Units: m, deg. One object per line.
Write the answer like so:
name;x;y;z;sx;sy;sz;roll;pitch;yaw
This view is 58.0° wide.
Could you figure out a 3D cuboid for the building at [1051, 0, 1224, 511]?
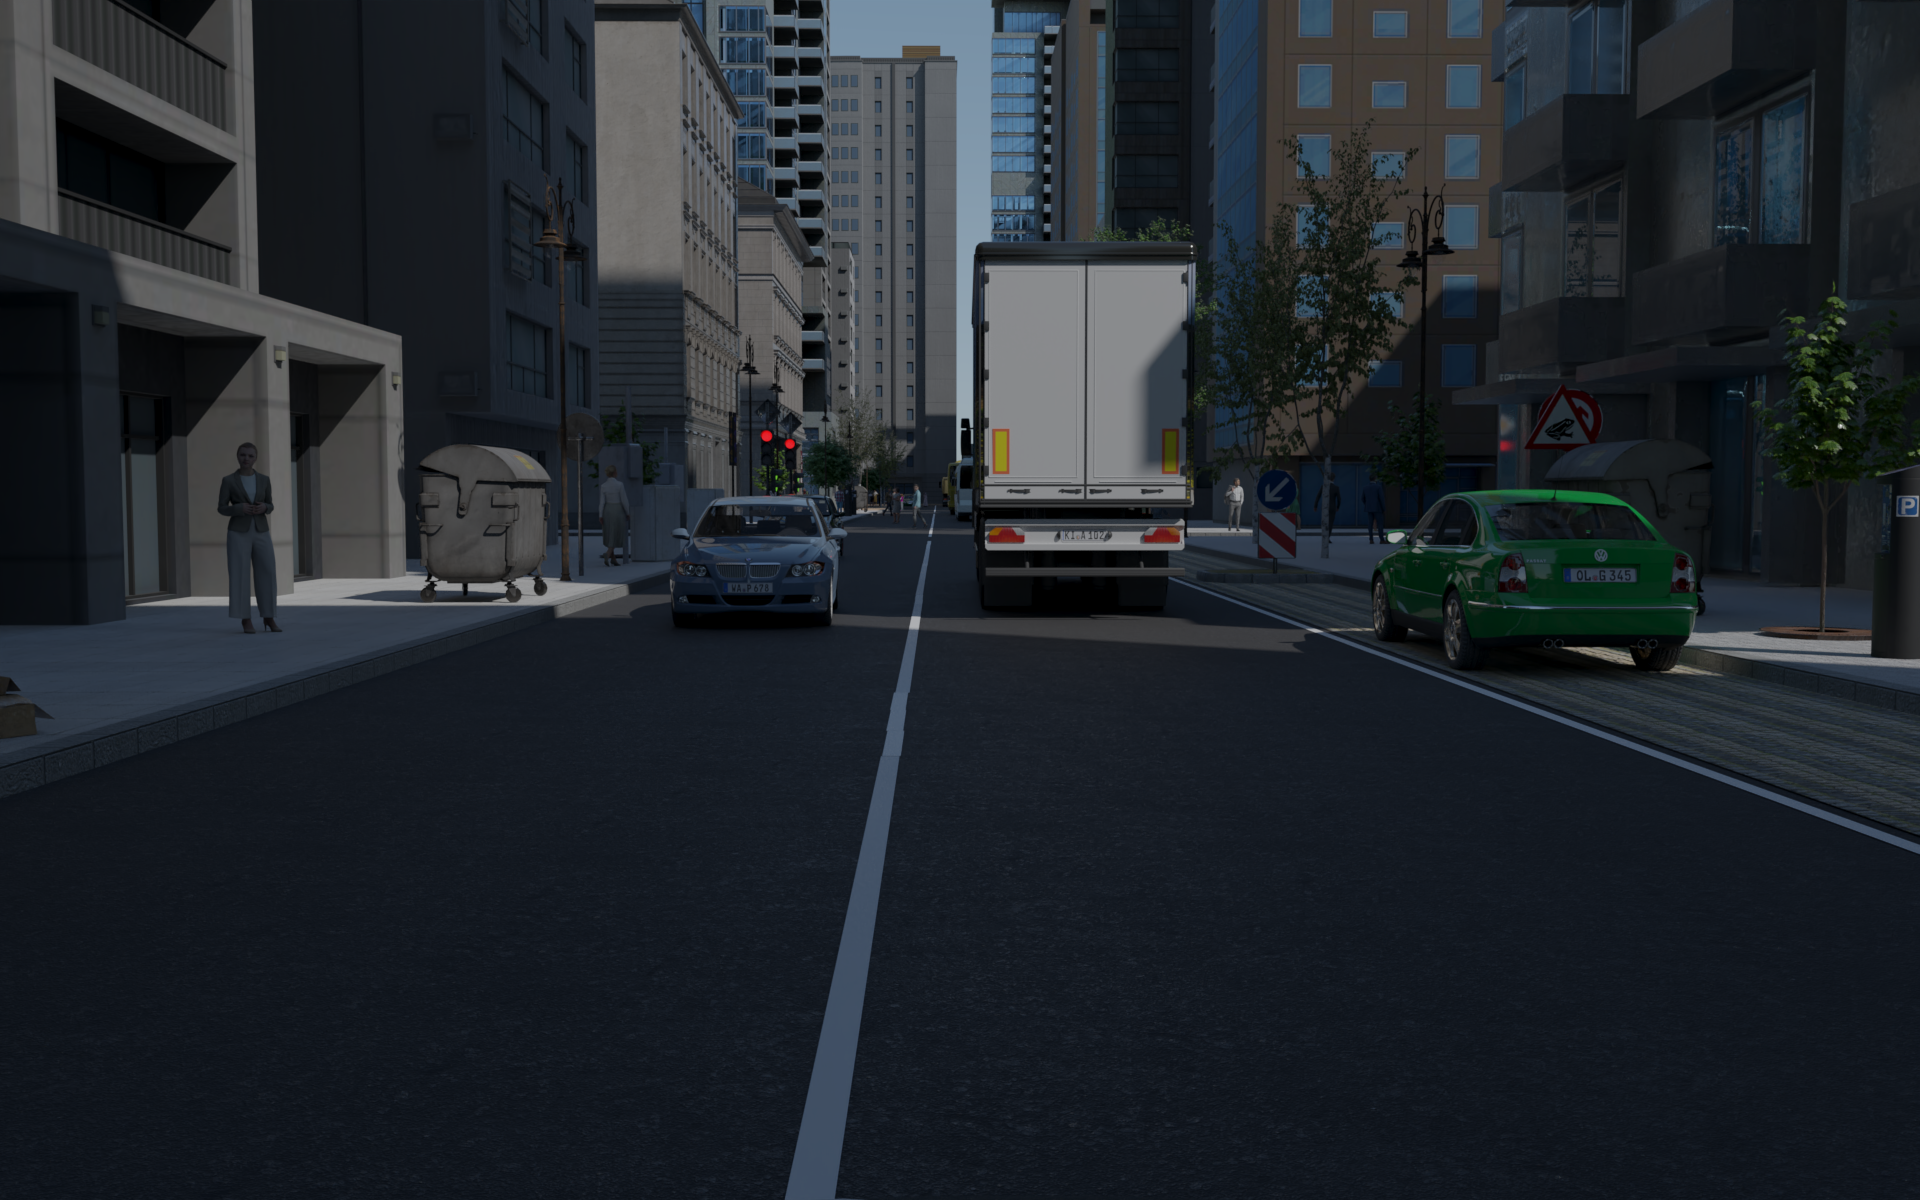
building;15.813;-31.305;161.949;14.600;45.320;14.200;0;4;-1

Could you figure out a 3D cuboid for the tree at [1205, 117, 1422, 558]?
tree;7.312;-5.156;34.666;4.737;8.622;4.395;0;3;0

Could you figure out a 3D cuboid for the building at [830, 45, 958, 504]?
building;-14.552;-42.154;231.212;28.212;58.520;21.231;0;4;-1

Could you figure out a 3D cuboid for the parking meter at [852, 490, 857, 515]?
parking meter;-6.518;-5.972;106.058;0.372;1.533;0.369;0;3;0

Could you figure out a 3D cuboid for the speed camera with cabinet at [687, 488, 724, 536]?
speed camera with cabinet;-8.021;-3.492;51.437;2.038;3.252;0.660;1;4;20

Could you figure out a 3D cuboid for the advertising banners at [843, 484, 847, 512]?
advertising banners;-6.780;-6.476;102.076;0.090;3.025;2.074;0;4;1

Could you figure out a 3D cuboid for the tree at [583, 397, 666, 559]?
tree;-6.861;-2.458;34.785;1.663;3.219;1.824;0;3;0

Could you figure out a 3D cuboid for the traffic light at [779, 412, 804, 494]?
traffic light;-5.745;-4.287;59.015;0.839;4.253;0.868;0;4;-1

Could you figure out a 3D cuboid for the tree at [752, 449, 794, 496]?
tree;-7.144;-4.402;66.572;1.663;3.219;1.824;0;3;0

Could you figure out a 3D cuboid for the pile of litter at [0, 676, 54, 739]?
pile of litter;-5.454;0.288;9.257;1.176;0.858;1.719;0;4;-1

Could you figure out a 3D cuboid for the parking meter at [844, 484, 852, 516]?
parking meter;-6.440;-5.749;99.709;0.399;1.863;0.255;3;4;36

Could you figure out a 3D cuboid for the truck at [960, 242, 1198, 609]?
truck;1.413;-2.199;24.865;2.839;4.237;11.283;0;4;0

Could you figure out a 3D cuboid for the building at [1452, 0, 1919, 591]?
building;21.575;-24.754;24.334;23.786;49.044;30.456;0;4;-1

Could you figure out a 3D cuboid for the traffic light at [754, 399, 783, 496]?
traffic light;-5.643;-3.799;51.030;0.839;4.253;0.868;0;4;-1

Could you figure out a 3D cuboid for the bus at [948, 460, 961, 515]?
bus;0.547;-8.058;123.302;2.896;3.916;12.252;0;4;1

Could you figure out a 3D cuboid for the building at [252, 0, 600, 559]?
building;-16.175;-21.778;39.657;14.086;41.232;14.154;0;4;-1

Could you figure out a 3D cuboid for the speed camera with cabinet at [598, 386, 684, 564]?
speed camera with cabinet;-6.003;-2.334;32.504;0.660;3.252;2.038;1;4;21

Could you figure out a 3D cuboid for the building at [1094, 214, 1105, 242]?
building;22.552;-16.835;120.288;27.650;21.520;28.899;0;4;-1

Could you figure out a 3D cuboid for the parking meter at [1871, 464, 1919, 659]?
parking meter;7.367;-0.315;13.566;0.372;1.533;0.369;0;3;0

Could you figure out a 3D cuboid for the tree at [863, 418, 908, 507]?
tree;-7.476;-13.343;168.519;4.737;8.622;4.395;0;3;0

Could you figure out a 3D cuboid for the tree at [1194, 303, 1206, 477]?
tree;7.700;-5.777;44.824;4.737;8.622;4.395;0;3;0

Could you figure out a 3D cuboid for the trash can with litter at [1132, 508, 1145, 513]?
trash can with litter;6.564;-3.272;64.881;1.055;1.170;0.624;-1;4;-23

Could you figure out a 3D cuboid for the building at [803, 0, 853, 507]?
building;-21.347;-45.050;174.817;20.563;71.187;20.611;0;4;-1

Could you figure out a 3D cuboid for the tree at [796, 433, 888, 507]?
tree;-6.979;-6.574;91.190;4.285;4.588;4.351;0;3;0

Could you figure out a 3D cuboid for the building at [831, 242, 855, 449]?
building;-19.191;-26.163;199.464;14.107;30.474;14.160;0;4;-1

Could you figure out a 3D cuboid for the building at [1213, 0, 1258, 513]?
building;16.366;-30.415;147.397;14.600;45.320;14.200;0;4;-1

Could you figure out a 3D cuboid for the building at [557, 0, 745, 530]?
building;-14.611;-13.535;70.455;9.793;20.994;18.267;0;4;-1

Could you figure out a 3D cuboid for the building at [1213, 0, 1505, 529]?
building;18.077;-25.620;68.996;14.200;45.320;14.600;0;4;-1

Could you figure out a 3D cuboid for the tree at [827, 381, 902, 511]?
tree;-6.908;-10.017;114.138;4.360;8.622;3.978;0;3;0

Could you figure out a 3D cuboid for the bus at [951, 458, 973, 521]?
bus;1.039;-6.135;95.163;2.948;3.499;13.247;0;4;-1

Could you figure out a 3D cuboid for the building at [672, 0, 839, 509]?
building;-21.403;-51.126;148.589;22.319;86.520;31.000;0;4;-1

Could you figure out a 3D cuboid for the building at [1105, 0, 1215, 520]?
building;14.359;-19.496;90.460;14.160;30.474;14.107;0;4;-1

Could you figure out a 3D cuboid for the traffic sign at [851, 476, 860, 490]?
traffic sign;-6.589;-6.543;107.080;0.768;2.556;0.104;0;4;3

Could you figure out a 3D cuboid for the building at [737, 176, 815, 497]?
building;-15.060;-15.230;99.922;10.553;20.767;40.483;0;4;-1

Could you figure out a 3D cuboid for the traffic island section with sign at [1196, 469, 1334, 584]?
traffic island section with sign;4.950;-1.215;28.488;1.989;1.847;2.006;0;4;-1

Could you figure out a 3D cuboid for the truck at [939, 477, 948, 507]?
truck;-0.721;-12.318;197.331;3.469;3.379;9.791;0;4;0

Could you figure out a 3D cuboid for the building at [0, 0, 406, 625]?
building;-18.784;-35.593;20.199;20.563;71.187;20.611;0;4;-1

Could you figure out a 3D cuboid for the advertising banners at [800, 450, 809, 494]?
advertising banners;-6.342;-4.544;70.490;0.090;3.025;2.074;0;4;3

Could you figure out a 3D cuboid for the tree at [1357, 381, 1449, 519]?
tree;7.929;-2.148;29.715;1.663;3.219;1.824;0;3;0

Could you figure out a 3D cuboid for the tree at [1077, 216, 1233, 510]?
tree;6.520;-8.583;66.088;9.928;11.665;9.643;0;3;0

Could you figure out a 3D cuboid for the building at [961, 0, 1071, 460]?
building;15.721;-56.108;230.033;31.000;86.520;22.319;0;4;-1

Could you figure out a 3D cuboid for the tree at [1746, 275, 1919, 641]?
tree;7.658;-1.276;15.472;1.663;3.219;1.824;0;3;0

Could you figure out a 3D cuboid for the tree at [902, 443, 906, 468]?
tree;-8.329;-14.925;194.377;4.360;8.622;3.978;0;3;0
